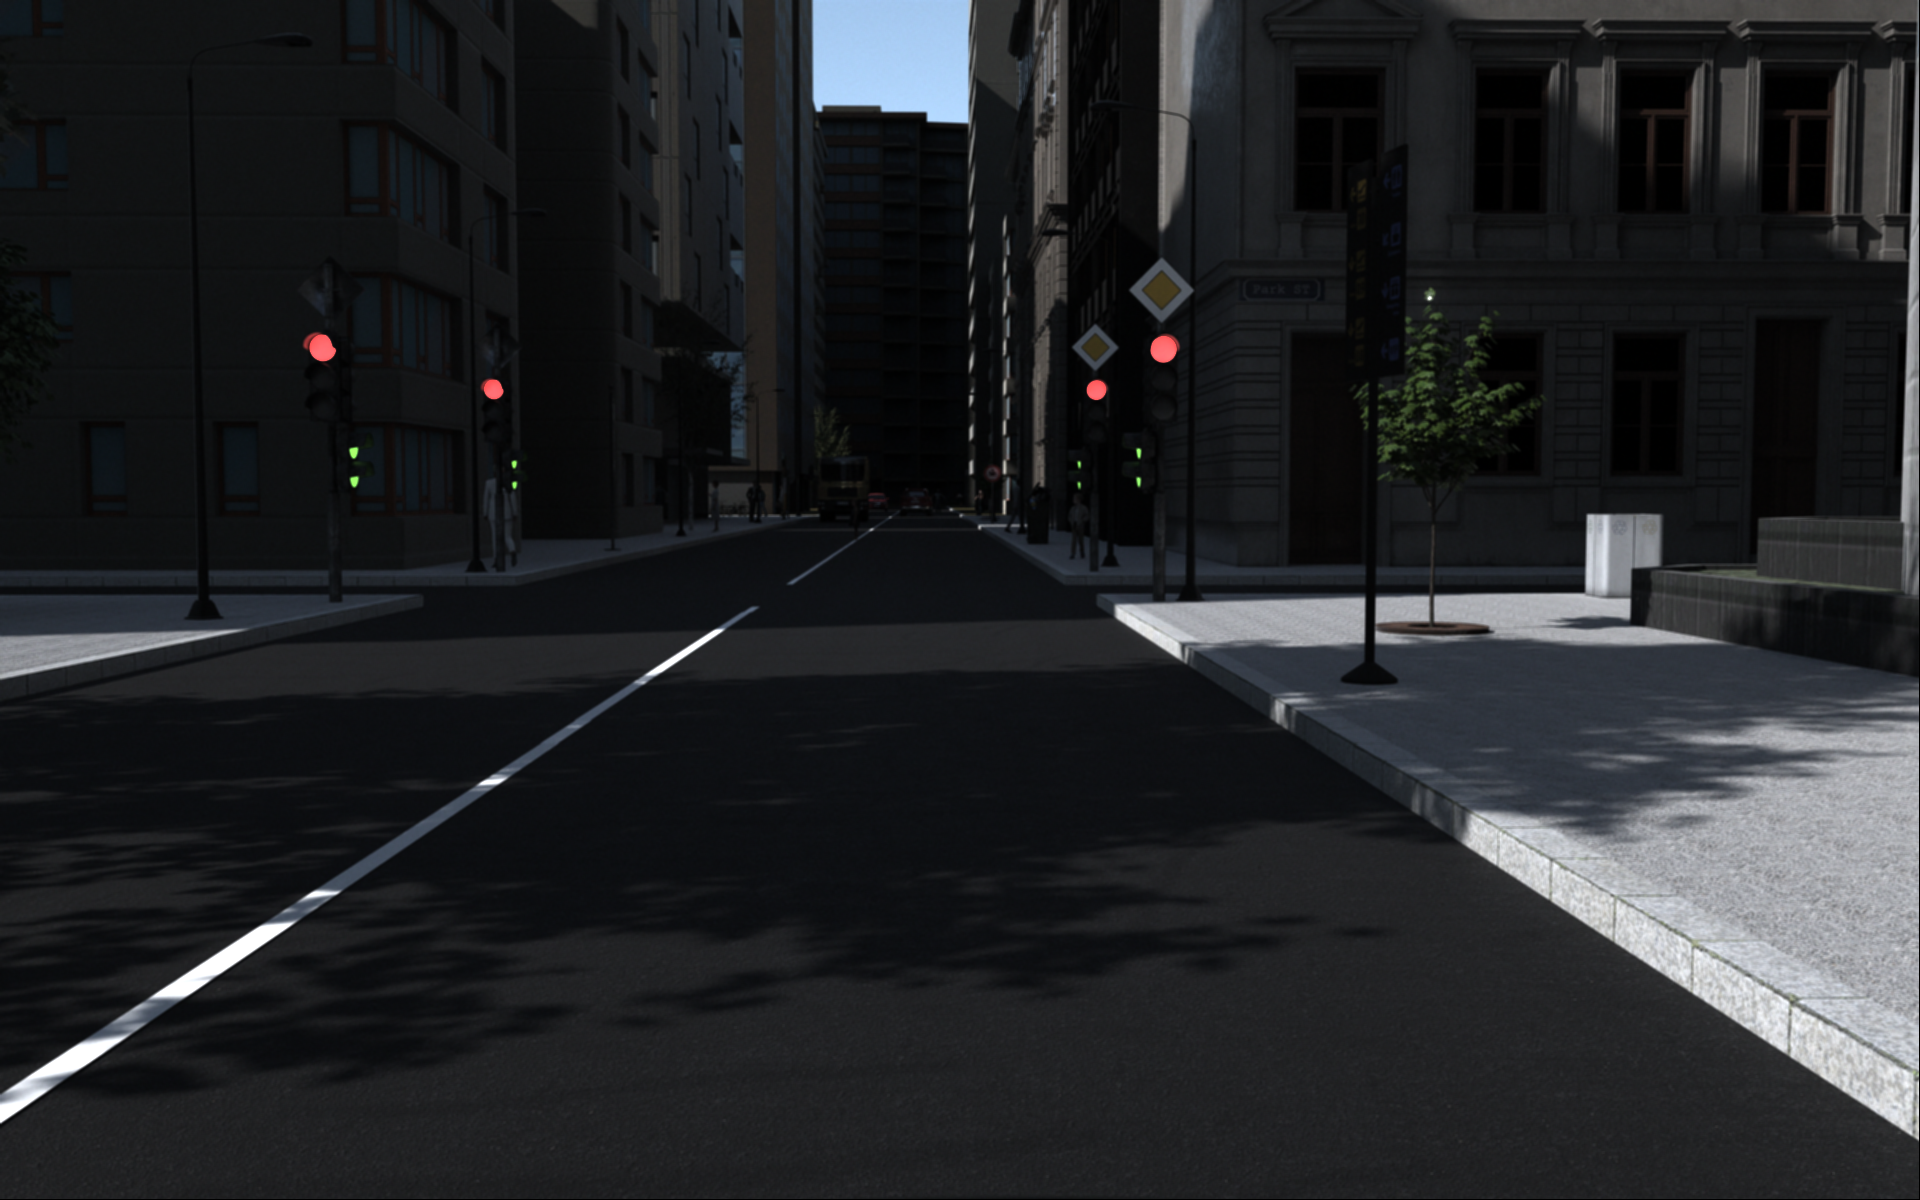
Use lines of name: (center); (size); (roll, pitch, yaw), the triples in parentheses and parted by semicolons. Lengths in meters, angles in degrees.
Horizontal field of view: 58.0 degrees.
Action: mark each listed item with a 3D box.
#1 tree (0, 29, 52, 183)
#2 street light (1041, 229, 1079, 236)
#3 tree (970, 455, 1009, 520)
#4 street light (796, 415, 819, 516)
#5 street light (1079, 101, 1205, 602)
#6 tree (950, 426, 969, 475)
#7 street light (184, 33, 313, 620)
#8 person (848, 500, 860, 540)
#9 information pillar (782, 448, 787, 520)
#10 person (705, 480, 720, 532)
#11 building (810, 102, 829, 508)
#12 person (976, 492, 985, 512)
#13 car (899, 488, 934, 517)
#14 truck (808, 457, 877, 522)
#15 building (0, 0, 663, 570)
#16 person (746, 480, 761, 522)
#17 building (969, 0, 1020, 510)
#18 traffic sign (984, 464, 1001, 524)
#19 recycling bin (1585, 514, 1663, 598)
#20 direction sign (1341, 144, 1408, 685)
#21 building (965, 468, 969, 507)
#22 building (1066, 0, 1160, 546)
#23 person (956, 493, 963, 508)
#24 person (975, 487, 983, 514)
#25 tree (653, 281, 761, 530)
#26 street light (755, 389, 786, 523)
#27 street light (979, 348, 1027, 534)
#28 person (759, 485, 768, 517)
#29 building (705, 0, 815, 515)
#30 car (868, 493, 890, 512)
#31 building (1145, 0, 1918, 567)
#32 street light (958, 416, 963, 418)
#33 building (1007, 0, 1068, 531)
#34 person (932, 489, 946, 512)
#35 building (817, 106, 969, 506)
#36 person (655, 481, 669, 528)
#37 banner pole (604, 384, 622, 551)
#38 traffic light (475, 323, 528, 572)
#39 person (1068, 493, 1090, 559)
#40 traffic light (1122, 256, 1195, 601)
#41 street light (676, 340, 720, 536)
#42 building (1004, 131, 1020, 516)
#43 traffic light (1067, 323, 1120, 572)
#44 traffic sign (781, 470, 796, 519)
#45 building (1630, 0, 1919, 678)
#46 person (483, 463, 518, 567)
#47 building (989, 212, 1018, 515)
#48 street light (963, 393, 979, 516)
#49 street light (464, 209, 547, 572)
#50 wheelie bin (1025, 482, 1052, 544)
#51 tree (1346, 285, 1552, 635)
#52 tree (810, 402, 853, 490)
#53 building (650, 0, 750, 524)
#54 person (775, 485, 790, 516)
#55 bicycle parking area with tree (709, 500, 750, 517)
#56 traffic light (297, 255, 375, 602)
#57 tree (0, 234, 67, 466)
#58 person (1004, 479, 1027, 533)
tree: (-8.406, -5.470, 6.437); (9.611, 12.733, 9.660); (0, 3, 0)
street light: (2.123, -3.546, 30.510); (1.470, 5.913, 1.316); (0, 4, -1)
tree: (1.565, -5.619, 86.471); (1.663, 3.219, 1.824); (0, 3, 0)
street light: (-8.908, -7.873, 101.262); (1.470, 5.913, 1.316); (0, 4, -1)
street light: (2.229, -2.941, 20.635); (1.470, 5.913, 1.316); (0, 4, -1)
tree: (0.905, -14.099, 180.874); (4.360, 8.622, 3.978); (0, 3, 0)
street light: (-7.226, -2.757, 17.618); (1.470, 5.913, 1.316); (0, 4, -1)
person: (-3.311, -2.502, 54.081); (0.373, 1.253, 0.362); (-1, 4, -12)
information pillar: (-8.842, -5.854, 87.067); (0.183, 3.616, 0.504); (-1, 4, -20)
person: (-8.411, -3.200, 58.937); (0.524, 1.755, 0.480); (-1, 4, -11)
building: (-24.592, -28.773, 162.317); (23.993, 40.220, 32.217); (0, 4, -1)
person: (1.538, -7.178, 123.361); (0.705, 1.831, 1.348); (2, 4, 25)
car: (-2.814, -6.316, 111.932); (2.281, 1.827, 5.304); (0, 4, 0)
truck: (-6.125, -5.865, 91.820); (3.469, 3.379, 9.791); (0, 4, -2)
building: (-23.488, -12.089, 42.702); (27.650, 21.520, 28.899); (0, 4, -1)
person: (-9.371, -4.492, 78.853); (0.474, 1.900, 0.648); (3, 5, 41)
building: (11.638, -31.911, 145.439); (21.300, 48.544, 21.600); (0, 4, -1)
traffic sign: (1.403, -4.545, 74.423); (0.768, 2.556, 0.104); (0, 4, 6)
recycling bin: (8.285, -0.555, 21.624); (0.722, 1.027, 0.722); (0, 4, 1)
direction sign: (2.796, -1.207, 11.725); (0.379, 3.537, 0.876); (-1, 4, -11)
building: (10.958, -44.532, 166.355); (20.563, 71.187, 20.611); (0, 4, -1)
building: (9.882, -13.464, 49.821); (12.332, 23.373, 15.834); (0, 4, -1)
person: (-0.042, -9.374, 162.501); (0.628, 1.438, 0.799); (1, 4, 20)
person: (1.198, -6.212, 108.323); (0.721, 1.736, 1.217); (1, 4, 21)
tree: (-9.296, -6.772, 61.085); (4.360, 8.622, 3.978); (0, 3, 0)
street light: (-8.390, -6.359, 76.519); (1.470, 5.913, 1.316); (0, 4, -1)
street light: (1.440, -5.066, 55.374); (1.470, 5.913, 1.316); (0, 4, -1)
person: (-11.263, -5.607, 98.067); (0.623, 1.781, 0.721); (3, 5, 41)
building: (-17.940, -29.045, 125.002); (14.600, 45.320, 14.200); (0, 4, -1)
car: (-6.870, -8.184, 142.843); (2.155, 1.783, 4.494); (0, 4, -3)
building: (14.510, -12.156, 34.905); (21.152, 22.565, 11.583); (0, 4, -1)
street light: (0.577, -8.013, 103.556); (1.470, 5.913, 1.316); (0, 4, -1)
building: (8.719, -16.752, 71.158); (12.463, 27.353, 25.104); (0, 4, -1)
person: (-1.703, -7.745, 135.205); (1.350, 1.814, 0.705); (1, 4, 12)
building: (-12.904, -33.249, 198.244); (28.867, 44.769, 22.147); (0, 4, -1)
person: (-11.106, -3.518, 63.904); (0.721, 1.781, 0.623); (1, 4, 17)
banner pole: (-7.930, -3.033, 39.612); (0.401, 3.779, 0.863); (0, 4, -4)
traffic light: (-7.552, -2.416, 28.424); (0.839, 4.253, 0.868); (0, 4, -1)
person: (2.361, -1.471, 34.368); (0.475, 1.303, 0.640); (1, 4, 17)
traffic light: (2.367, -1.941, 20.650); (0.839, 4.253, 0.868); (0, 4, -1)
street light: (-7.929, -4.886, 52.428); (1.470, 5.913, 1.316); (0, 4, -1)
building: (8.335, -16.220, 94.071); (11.050, 23.489, 19.941); (0, 4, -1)
traffic light: (2.207, -2.429, 28.634); (0.839, 4.253, 0.868); (0, 4, -1)
traffic sign: (-8.896, -5.487, 89.813); (0.768, 2.556, 0.104); (0, 4, 1)
building: (16.448, -28.286, 4.476); (21.231, 58.520, 28.212); (0, 4, -1)
person: (-7.940, -1.474, 30.020); (0.514, 1.842, 0.818); (-2, 4, -35)
building: (16.381, -16.888, 121.151); (27.650, 21.520, 28.899); (0, 4, -1)
street light: (1.022, -6.540, 79.465); (1.470, 5.913, 1.316); (0, 4, -1)
street light: (-7.423, -3.413, 28.339); (1.470, 5.913, 1.316); (0, 4, -1)
wheelie bin: (2.022, -2.245, 44.613); (0.693, 1.594, 0.980); (0, 4, 1)
tree: (4.370, -1.324, 16.251); (1.663, 3.219, 1.824); (0, 3, 0)
tree: (-11.159, -11.852, 144.137); (4.737, 8.622, 4.395); (0, 3, 0)
building: (-24.347, -29.886, 77.868); (28.713, 52.752, 27.495); (0, 4, -1)
person: (-10.369, -5.812, 101.191); (0.853, 1.813, 0.709); (0, 4, -2)
bicycle parking area with tree: (-17.072, -6.841, 98.849); (8.231, 4.147, 9.016); (3, 5, 41)
traffic light: (-7.392, -1.928, 20.440); (0.839, 4.253, 0.868); (0, 4, -1)
tree: (-10.942, -2.081, 17.744); (4.285, 4.588, 4.351); (0, 3, 0)
person: (1.895, -3.128, 57.452); (0.850, 1.792, 0.678); (-1, 4, -15)
